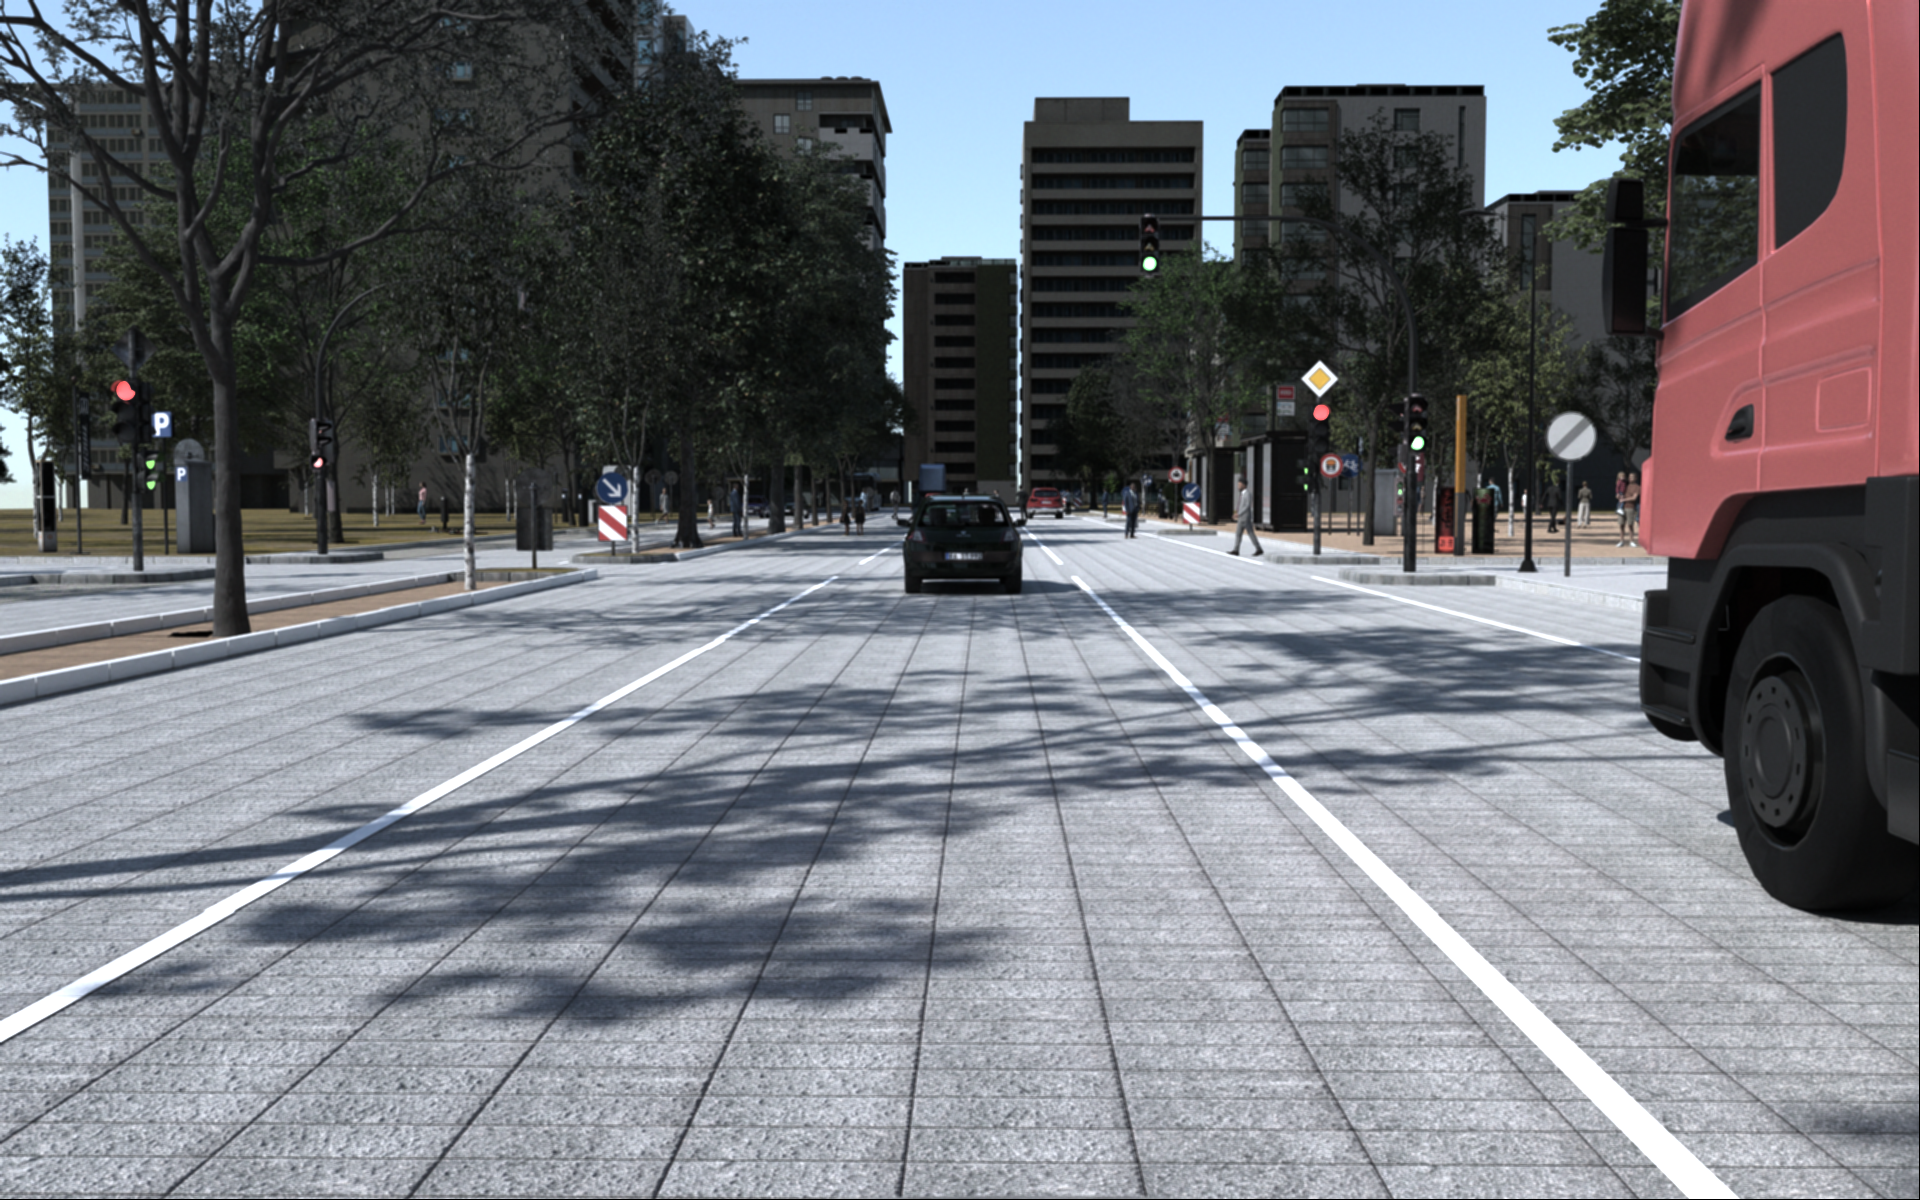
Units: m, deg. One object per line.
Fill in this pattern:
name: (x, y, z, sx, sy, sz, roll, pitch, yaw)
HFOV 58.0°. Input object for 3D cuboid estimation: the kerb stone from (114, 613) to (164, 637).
kerb stone: (-8.540, 0.265, 17.863, 0.120, 0.150, 1.000, 0, 4, 1)

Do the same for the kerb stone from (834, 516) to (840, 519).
kerb stone: (-7.174, -4.777, 100.302, 0.120, 0.150, 1.000, 0, 4, 1)

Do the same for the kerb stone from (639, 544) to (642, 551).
kerb stone: (-8.118, -1.268, 42.949, 0.120, 0.150, 1.000, 0, 4, 1)

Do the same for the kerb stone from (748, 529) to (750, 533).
kerb stone: (-7.800, -2.459, 62.405, 0.120, 0.150, 1.000, 0, 4, 1)

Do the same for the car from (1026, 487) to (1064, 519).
car: (4.925, -5.643, 100.935, 2.281, 1.827, 5.304, 0, 4, 1)

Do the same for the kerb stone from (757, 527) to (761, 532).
kerb stone: (-7.745, -2.647, 65.478, 0.120, 0.150, 1.000, 0, 4, 1)

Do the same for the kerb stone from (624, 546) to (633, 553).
kerb stone: (-8.138, -1.207, 41.926, 0.120, 0.150, 1.000, 0, 4, 1)

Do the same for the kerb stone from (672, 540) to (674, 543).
kerb stone: (-8.040, -1.582, 48.062, 0.120, 0.150, 1.000, 0, 4, 1)

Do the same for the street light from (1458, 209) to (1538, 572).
street light: (8.822, -3.416, 28.392, 1.470, 5.913, 1.316, 0, 4, 1)

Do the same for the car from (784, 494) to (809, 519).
car: (-9.792, -5.525, 100.115, 2.009, 1.686, 4.222, 0, 4, 3)

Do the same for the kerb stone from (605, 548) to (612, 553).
kerb stone: (-8.167, -1.082, 39.880, 0.120, 0.150, 1.000, 0, 4, 1)

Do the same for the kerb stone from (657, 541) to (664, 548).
kerb stone: (-8.075, -1.457, 46.015, 0.120, 0.150, 1.000, 0, 4, 1)

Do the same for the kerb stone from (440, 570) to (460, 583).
kerb stone: (-8.373, -0.362, 28.113, 0.120, 0.150, 1.000, 0, 4, 1)

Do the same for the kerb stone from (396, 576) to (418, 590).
kerb stone: (-8.413, -0.234, 26.060, 0.120, 0.150, 1.000, 0, 4, 1)

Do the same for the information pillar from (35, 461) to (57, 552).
information pillar: (-20.160, -2.063, 38.224, 0.304, 2.012, 0.304, 3, 5, 44)

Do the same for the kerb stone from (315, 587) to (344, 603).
kerb stone: (-8.451, -0.048, 22.985, 0.120, 0.150, 1.000, 0, 4, 1)

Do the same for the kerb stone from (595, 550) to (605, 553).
kerb stone: (-8.188, -1.019, 38.858, 0.120, 0.150, 1.000, 0, 4, 1)

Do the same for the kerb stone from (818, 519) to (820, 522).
kerb stone: (-7.376, -4.023, 88.009, 0.120, 0.150, 1.000, 0, 4, 1)

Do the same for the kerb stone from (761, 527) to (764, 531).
kerb stone: (-7.734, -2.710, 66.500, 0.120, 0.150, 1.000, 0, 4, 1)

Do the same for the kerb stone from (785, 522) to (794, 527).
kerb stone: (-7.564, -3.336, 76.743, 0.120, 0.150, 1.000, 0, 4, 1)

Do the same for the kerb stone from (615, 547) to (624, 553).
kerb stone: (-8.164, -1.144, 40.904, 0.120, 0.150, 1.000, 0, 4, 1)

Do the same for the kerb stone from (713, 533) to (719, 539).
kerb stone: (-7.912, -2.021, 55.237, 0.120, 0.150, 1.000, 0, 4, 1)

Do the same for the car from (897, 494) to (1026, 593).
car: (0.029, -1.014, 26.370, 2.009, 1.686, 4.222, 0, 4, -1)

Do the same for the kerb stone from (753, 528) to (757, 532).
kerb stone: (-7.768, -2.585, 64.456, 0.120, 0.150, 1.000, 0, 4, 1)

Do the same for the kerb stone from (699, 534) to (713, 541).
kerb stone: (-7.941, -1.958, 54.209, 0.120, 0.150, 1.000, 0, 4, 1)

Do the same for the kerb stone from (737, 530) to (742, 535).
kerb stone: (-7.834, -2.327, 60.356, 0.120, 0.150, 1.000, 0, 4, 1)

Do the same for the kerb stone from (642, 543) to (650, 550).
kerb stone: (-8.102, -1.332, 43.971, 0.120, 0.150, 1.000, 0, 4, 1)

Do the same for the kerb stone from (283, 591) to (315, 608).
kerb stone: (-8.474, 0.014, 21.964, 0.120, 0.150, 1.000, 0, 4, 1)

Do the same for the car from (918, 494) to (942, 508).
car: (-0.333, -2.669, 55.429, 2.131, 1.459, 4.920, 0, 4, 3)

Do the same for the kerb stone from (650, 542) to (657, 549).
kerb stone: (-8.094, -1.394, 44.993, 0.120, 0.150, 1.000, 0, 4, 1)

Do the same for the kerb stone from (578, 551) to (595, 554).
kerb stone: (-8.212, -0.952, 37.833, 0.120, 0.150, 1.000, 0, 4, 1)

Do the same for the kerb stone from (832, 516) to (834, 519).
kerb stone: (-7.235, -4.527, 96.208, 0.120, 0.150, 1.000, 0, 4, 1)

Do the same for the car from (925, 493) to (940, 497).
car: (-1.799, -7.065, 124.556, 2.155, 1.783, 4.494, 0, 4, 0)

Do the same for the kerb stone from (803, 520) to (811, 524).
kerb stone: (-7.450, -3.774, 83.912, 0.120, 0.150, 1.000, 0, 4, 1)

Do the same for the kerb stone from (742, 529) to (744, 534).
kerb stone: (-7.826, -2.396, 61.378, 0.120, 0.150, 1.000, 0, 4, 1)

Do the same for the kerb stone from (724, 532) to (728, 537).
kerb stone: (-7.888, -2.146, 57.289, 0.120, 0.150, 1.000, 0, 4, 1)

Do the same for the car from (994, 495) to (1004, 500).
car: (2.741, -8.392, 149.574, 2.083, 1.381, 4.827, 0, 4, 1)

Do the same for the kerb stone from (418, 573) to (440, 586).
kerb stone: (-8.391, -0.299, 27.091, 0.120, 0.150, 1.000, 0, 4, 1)

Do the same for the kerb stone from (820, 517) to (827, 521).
kerb stone: (-7.303, -4.276, 92.113, 0.120, 0.150, 1.000, 0, 4, 1)

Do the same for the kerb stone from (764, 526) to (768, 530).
kerb stone: (-7.712, -2.772, 67.522, 0.120, 0.150, 1.000, 0, 4, 1)

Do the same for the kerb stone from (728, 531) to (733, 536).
kerb stone: (-7.867, -2.209, 58.311, 0.120, 0.150, 1.000, 0, 4, 1)

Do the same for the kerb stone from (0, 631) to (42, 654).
kerb stone: (-8.577, 0.390, 15.819, 0.120, 0.150, 1.000, 0, 4, 1)

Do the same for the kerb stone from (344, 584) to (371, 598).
kerb stone: (-8.440, -0.109, 24.012, 0.120, 0.150, 1.000, 0, 4, 1)

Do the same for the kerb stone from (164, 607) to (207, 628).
kerb stone: (-8.525, 0.206, 18.894, 0.120, 0.150, 1.000, 0, 4, 1)

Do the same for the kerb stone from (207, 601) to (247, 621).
kerb stone: (-8.500, 0.140, 19.916, 0.120, 0.150, 1.000, 0, 4, 1)

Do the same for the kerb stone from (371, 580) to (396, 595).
kerb stone: (-8.422, -0.168, 25.038, 0.120, 0.150, 1.000, 0, 4, 1)

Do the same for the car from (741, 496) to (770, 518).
car: (-12.314, -5.522, 102.872, 1.945, 1.354, 3.894, 0, 4, 1)

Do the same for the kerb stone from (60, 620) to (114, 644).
kerb stone: (-8.567, 0.327, 16.841, 0.120, 0.150, 1.000, 0, 4, 1)

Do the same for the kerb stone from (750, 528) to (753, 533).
kerb stone: (-7.785, -2.518, 63.428, 0.120, 0.150, 1.000, 0, 4, 1)

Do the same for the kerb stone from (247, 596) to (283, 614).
kerb stone: (-8.487, 0.077, 20.941, 0.120, 0.150, 1.000, 0, 4, 1)

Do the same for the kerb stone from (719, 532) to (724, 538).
kerb stone: (-7.896, -2.083, 56.259, 0.120, 0.150, 1.000, 0, 4, 1)

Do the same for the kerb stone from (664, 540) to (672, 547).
kerb stone: (-8.054, -1.519, 47.037, 0.120, 0.150, 1.000, 0, 4, 1)
